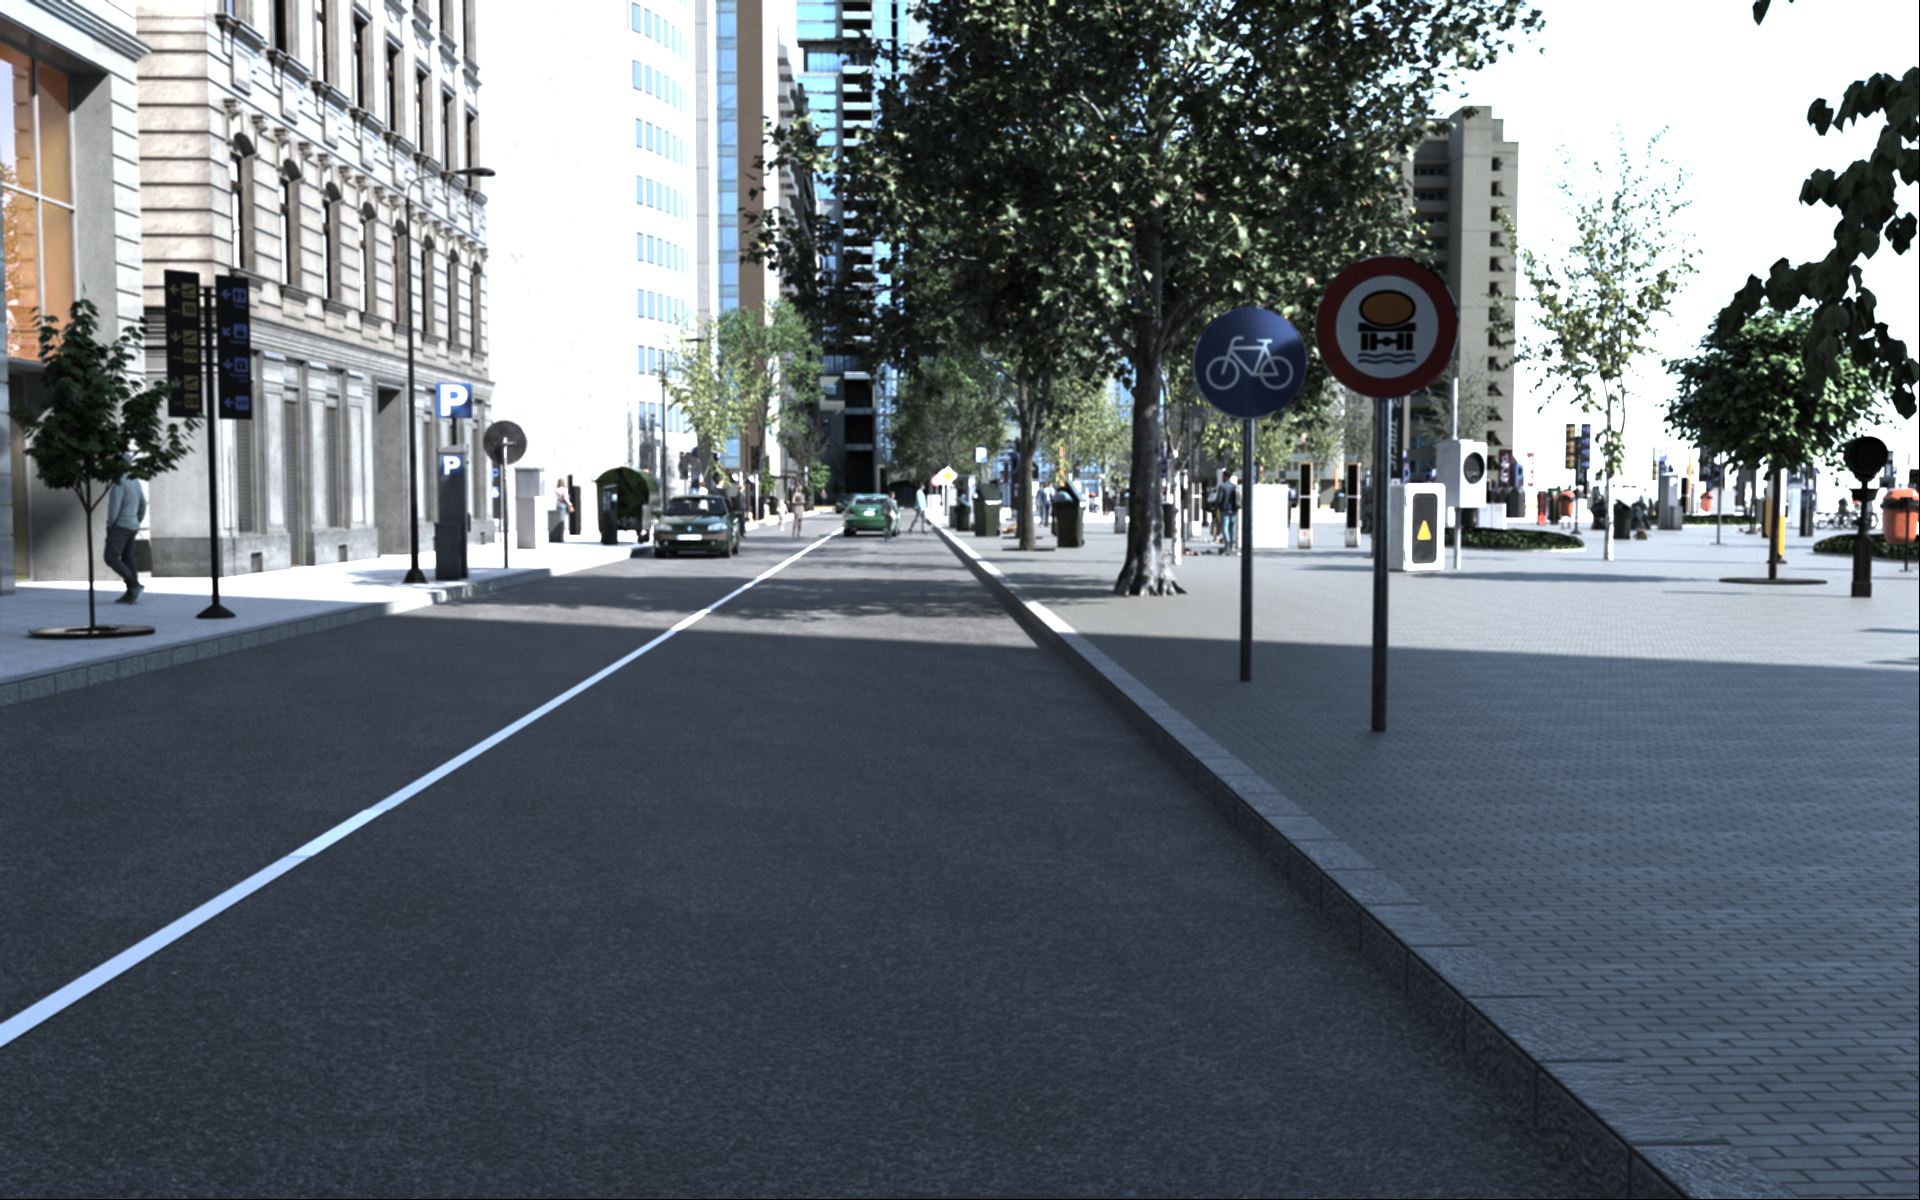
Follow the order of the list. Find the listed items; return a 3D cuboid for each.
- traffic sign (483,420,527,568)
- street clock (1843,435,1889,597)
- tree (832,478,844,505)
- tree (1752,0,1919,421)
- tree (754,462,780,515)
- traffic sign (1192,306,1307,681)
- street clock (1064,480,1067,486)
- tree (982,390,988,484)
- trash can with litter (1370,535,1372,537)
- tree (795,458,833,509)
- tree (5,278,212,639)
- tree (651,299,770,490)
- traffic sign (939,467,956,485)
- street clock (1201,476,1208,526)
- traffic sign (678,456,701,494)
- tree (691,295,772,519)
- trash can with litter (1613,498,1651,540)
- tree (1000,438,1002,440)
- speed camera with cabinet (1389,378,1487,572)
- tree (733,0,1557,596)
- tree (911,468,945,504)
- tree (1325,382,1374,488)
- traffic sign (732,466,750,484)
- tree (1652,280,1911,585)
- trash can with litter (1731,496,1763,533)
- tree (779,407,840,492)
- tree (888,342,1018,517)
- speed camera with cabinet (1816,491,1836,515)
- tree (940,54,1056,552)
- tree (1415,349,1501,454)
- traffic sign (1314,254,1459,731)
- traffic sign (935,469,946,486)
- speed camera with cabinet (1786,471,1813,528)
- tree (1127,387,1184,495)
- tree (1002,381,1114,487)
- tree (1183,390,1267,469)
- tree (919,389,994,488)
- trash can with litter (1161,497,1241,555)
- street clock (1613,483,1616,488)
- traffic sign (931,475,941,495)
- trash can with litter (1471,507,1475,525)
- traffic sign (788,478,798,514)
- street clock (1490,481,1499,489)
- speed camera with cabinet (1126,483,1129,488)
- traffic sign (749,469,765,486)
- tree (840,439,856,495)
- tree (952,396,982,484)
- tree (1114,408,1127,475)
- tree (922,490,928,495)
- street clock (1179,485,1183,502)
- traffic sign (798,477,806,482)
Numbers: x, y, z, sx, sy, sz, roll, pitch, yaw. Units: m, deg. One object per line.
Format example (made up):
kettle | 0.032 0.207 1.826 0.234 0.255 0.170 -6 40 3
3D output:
traffic sign | -7.874 -1.827 29.975 0.768 2.556 0.104 0 4 2
street clock | 11.237 -1.038 21.534 0.471 2.002 0.358 1 4 15
tree | -14.933 -13.135 209.366 1.663 3.219 1.824 0 3 0
tree | 2.924 -3.283 4.043 4.737 8.622 4.395 0 3 0
tree | -11.698 -6.711 104.329 1.663 3.219 1.824 0 3 0
traffic sign | 1.967 -0.717 11.837 0.768 2.556 0.104 0 4 6
street clock | 5.513 -5.223 89.965 0.358 2.002 0.471 0 4 8
tree | 3.635 -6.772 61.082 4.737 8.622 4.395 0 3 0
trash can with litter | 12.999 -2.458 51.241 1.678 1.210 2.233 2 4 23
tree | -12.618 -10.144 149.561 4.285 4.588 4.351 0 3 0
tree | -7.922 -1.282 15.560 1.663 3.219 1.824 0 3 0
tree | -9.693 -7.087 66.229 4.737 8.622 4.395 0 3 0
traffic sign | -0.479 -4.312 72.684 0.795 2.593 0.064 0 4 -2
street clock | 9.767 -3.952 69.185 0.358 2.002 0.471 1 4 9
traffic sign | -8.975 -3.507 57.442 0.768 2.556 0.104 0 4 6
tree | -10.355 -10.017 89.538 9.928 11.665 9.643 0 3 0
trash can with litter | 18.973 -2.301 49.012 1.055 1.170 0.624 1 4 12
tree | 1.674 -11.641 140.700 4.360 8.622 3.978 0 3 0
speed camera with cabinet | 7.986 -2.128 29.136 2.038 3.252 0.660 -2 4 -35
tree | 2.386 -6.411 21.836 9.611 12.733 9.660 0 3 0
tree | -4.744 -15.122 230.961 4.285 4.588 4.351 0 3 0
tree | 22.384 -9.043 98.220 4.360 8.622 3.978 0 3 0
traffic sign | -9.169 -4.295 72.406 0.795 2.593 0.064 0 4 -2
tree | 11.854 -2.527 25.025 4.285 4.588 4.351 0 3 0
trash can with litter | 26.630 -2.895 58.398 2.233 1.210 1.678 -3 4 -37
tree | -12.966 -11.774 142.864 4.360 8.622 3.978 0 3 0
tree | -0.559 -9.850 95.461 7.601 10.594 8.767 2 4 24
speed camera with cabinet | 52.841 -6.874 106.730 2.038 3.252 0.660 1 4 10
tree | 1.677 -6.929 39.037 9.928 11.665 9.643 0 3 0
tree | 25.021 -8.310 86.236 4.360 8.622 3.978 0 3 0
traffic sign | 2.273 -0.563 9.318 0.768 2.556 0.104 0 4 2
traffic sign | -0.755 -4.800 80.665 0.795 2.593 0.064 0 4 -2
speed camera with cabinet | 31.789 -4.368 65.752 0.660 3.252 2.038 1 4 20
tree | 13.717 -9.996 113.797 4.360 8.622 3.978 0 3 0
tree | 4.870 -8.287 85.861 4.360 8.622 3.978 0 3 0
tree | 16.163 -9.319 102.732 4.360 8.622 3.978 0 3 0
tree | -0.702 -9.968 113.335 4.360 8.622 3.978 0 3 0
trash can with litter | 4.853 -1.560 36.563 2.233 1.210 1.678 1 4 15
street clock | 57.312 -9.062 152.734 0.471 2.002 0.358 -2 4 -31
traffic sign | -1.575 -7.127 116.640 0.768 2.556 0.104 0 4 2
trash can with litter | 20.925 -3.716 72.147 1.055 1.170 0.624 1 4 23
traffic sign | -10.631 -6.608 110.167 0.606 2.300 0.079 0 4 7
street clock | 29.345 -5.567 95.583 0.358 2.002 0.471 -1 4 -10
speed camera with cabinet | 12.835 -8.281 129.732 0.660 3.252 2.038 1 4 12
traffic sign | -9.445 -4.783 80.386 0.795 2.593 0.064 0 4 -2
tree | -15.811 -17.150 230.767 4.360 8.622 3.978 0 3 0
tree | 1.692 -9.600 107.323 4.737 8.622 4.395 0 3 0
tree | 14.402 -11.749 142.458 4.360 8.622 3.978 0 3 0
tree | -4.476 -13.945 222.596 1.663 3.219 1.824 0 3 0
street clock | 17.216 -8.012 135.568 0.471 2.002 0.358 -1 4 -17
traffic sign | -11.641 -7.761 127.005 0.768 2.556 0.104 0 4 3
